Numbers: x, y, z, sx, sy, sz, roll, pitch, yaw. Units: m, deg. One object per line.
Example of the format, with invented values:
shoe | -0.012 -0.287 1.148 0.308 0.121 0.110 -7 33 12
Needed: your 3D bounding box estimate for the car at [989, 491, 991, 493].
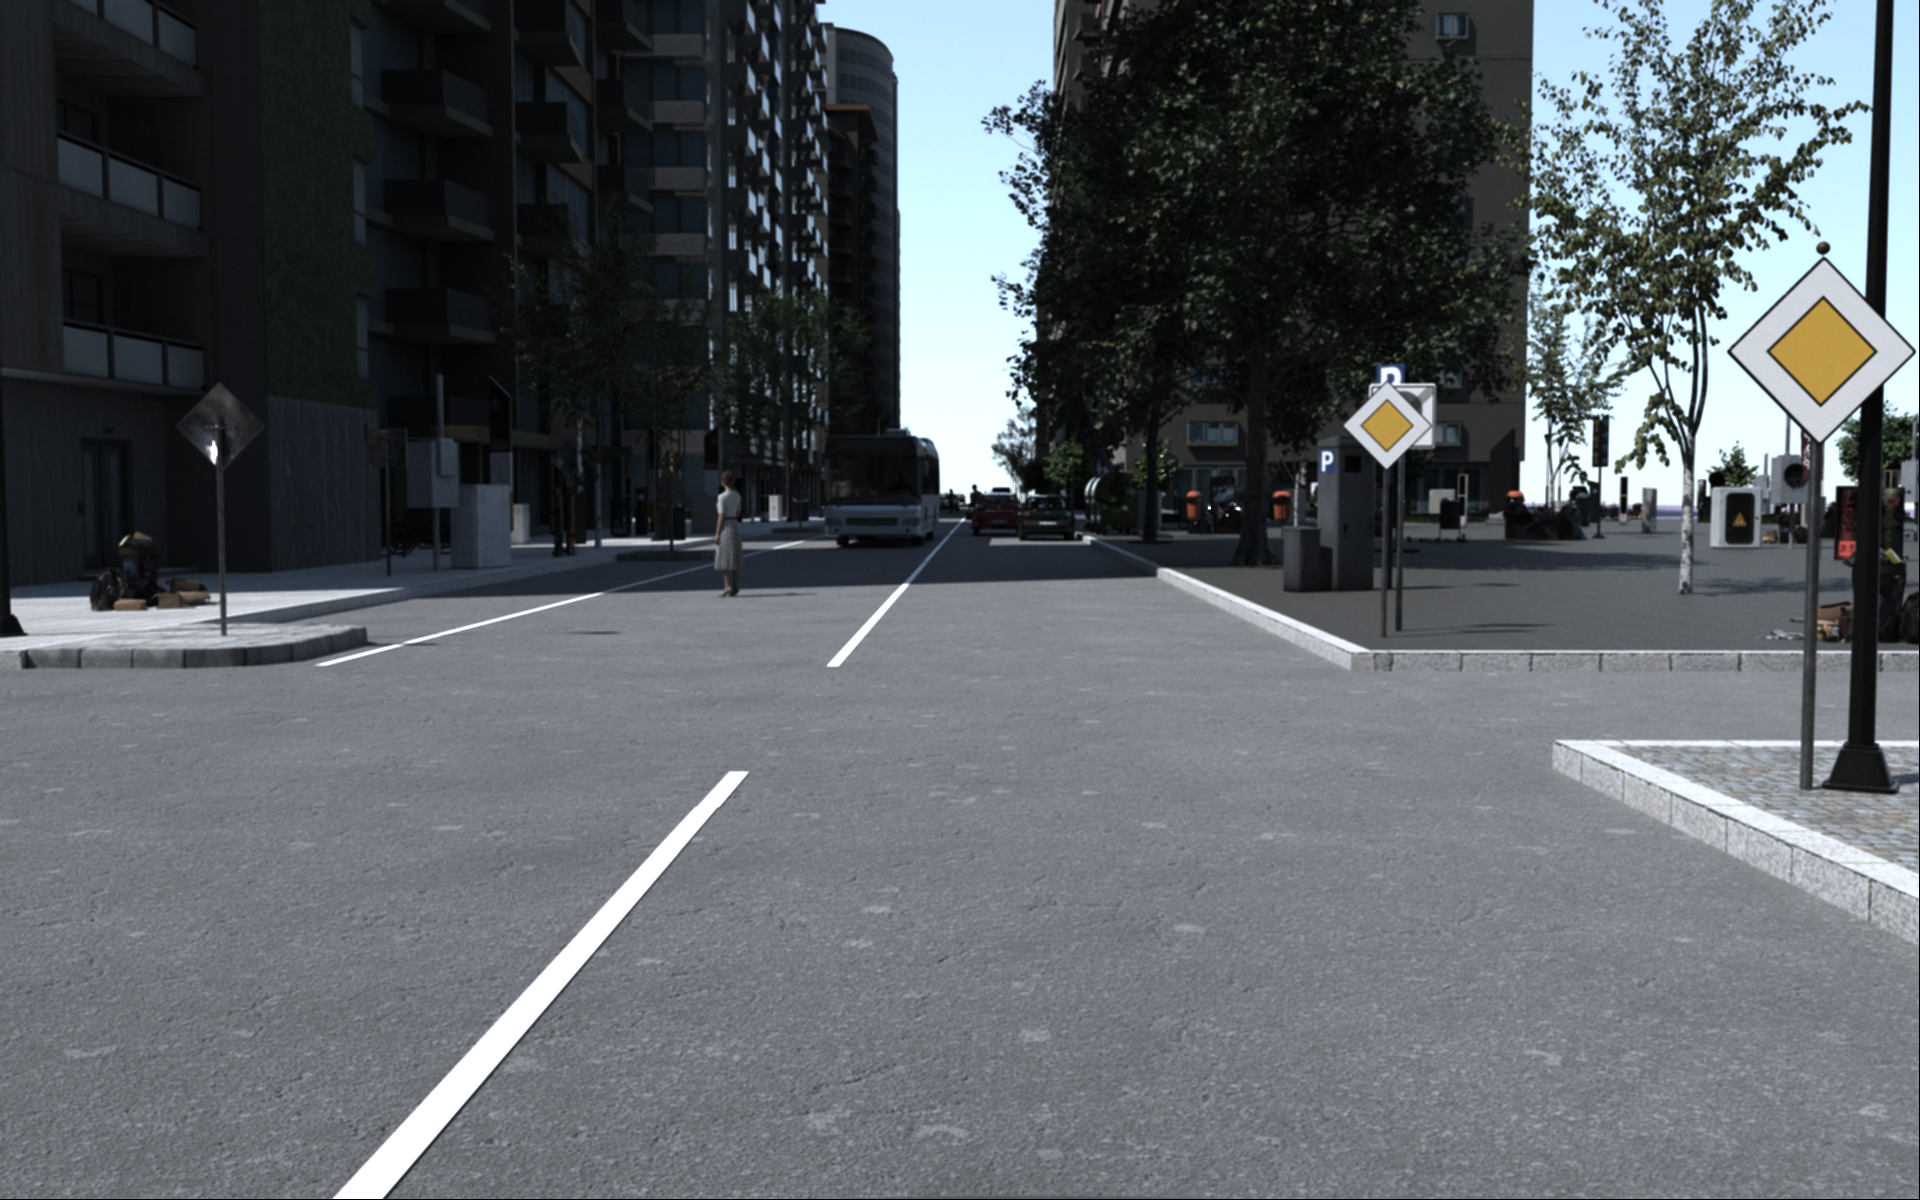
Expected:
car | 4.507 -13.282 225.835 2.281 1.827 5.304 0 4 1

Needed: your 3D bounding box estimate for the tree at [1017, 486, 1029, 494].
tree | 8.205 -13.498 215.287 1.663 3.219 1.824 0 3 0

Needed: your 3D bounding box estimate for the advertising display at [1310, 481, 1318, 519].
advertising display | 18.137 -5.050 87.783 0.123 1.923 0.974 -2 4 -34

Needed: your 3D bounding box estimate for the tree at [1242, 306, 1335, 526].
tree | 12.402 -6.939 63.813 4.360 8.622 3.978 0 3 0

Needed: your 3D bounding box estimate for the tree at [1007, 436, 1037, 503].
tree | 7.229 -15.554 204.663 4.737 8.622 4.395 0 3 0

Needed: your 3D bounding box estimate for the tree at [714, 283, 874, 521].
tree | -8.187 -9.697 84.300 9.928 11.665 9.643 0 3 0

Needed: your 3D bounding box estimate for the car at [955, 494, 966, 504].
car | -0.113 -14.596 247.683 2.155 1.783 4.494 0 4 1

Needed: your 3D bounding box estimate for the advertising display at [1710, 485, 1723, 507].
advertising display | 38.409 -5.037 87.563 0.974 1.923 0.123 0 4 -7

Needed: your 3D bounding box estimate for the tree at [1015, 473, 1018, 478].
tree | 6.538 -10.255 151.381 4.285 4.588 4.351 0 3 0

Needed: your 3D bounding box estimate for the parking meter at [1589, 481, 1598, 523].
parking meter | 28.178 -4.355 76.913 0.399 1.863 0.255 0 4 5

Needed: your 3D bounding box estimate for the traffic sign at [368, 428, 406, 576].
traffic sign | -8.919 -1.521 26.994 0.606 2.300 0.079 0 4 3

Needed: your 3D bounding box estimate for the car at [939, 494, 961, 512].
car | -0.982 -8.044 143.311 2.131 1.459 4.920 0 4 2

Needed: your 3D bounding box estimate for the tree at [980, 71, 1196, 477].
tree | 7.126 -13.444 75.701 12.611 20.169 13.585 0 3 0

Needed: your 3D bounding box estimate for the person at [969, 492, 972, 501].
person | 1.312 -11.778 202.533 0.415 1.643 0.593 0 4 2

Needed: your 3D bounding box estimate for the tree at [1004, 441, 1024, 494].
tree | 7.763 -17.736 240.345 4.360 8.622 3.978 0 3 0

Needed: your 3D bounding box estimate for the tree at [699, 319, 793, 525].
tree | -8.730 -7.454 72.239 4.360 8.622 3.978 0 3 0

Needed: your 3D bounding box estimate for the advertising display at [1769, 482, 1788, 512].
advertising display | 42.311 -5.163 89.632 0.974 1.923 0.123 1 4 9

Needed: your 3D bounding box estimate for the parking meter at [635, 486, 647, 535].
parking meter | -9.963 -2.794 54.095 0.372 1.533 0.369 0 3 0

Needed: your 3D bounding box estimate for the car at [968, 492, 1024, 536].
car | 1.344 -3.168 60.834 2.155 1.783 4.494 0 4 0

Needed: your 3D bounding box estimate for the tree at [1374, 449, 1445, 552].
tree | 9.654 -2.689 38.570 1.663 3.219 1.824 0 3 0

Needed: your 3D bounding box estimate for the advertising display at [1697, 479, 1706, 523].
advertising display | 32.832 -4.371 76.687 0.123 1.923 0.974 1 4 9

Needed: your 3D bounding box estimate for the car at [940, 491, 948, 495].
car | -1.534 -9.383 163.003 1.945 1.707 3.694 0 4 3

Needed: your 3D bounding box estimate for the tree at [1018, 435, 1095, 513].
tree | 6.302 -6.849 95.701 4.285 4.588 4.351 0 3 0

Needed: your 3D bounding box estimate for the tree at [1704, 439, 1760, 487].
tree | 27.593 -4.089 61.451 1.663 3.219 1.824 0 3 0

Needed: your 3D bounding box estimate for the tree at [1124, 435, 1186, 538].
tree | 5.741 -3.441 50.864 1.663 3.219 1.824 0 3 0

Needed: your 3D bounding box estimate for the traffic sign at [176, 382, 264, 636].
traffic sign | -6.657 -0.732 15.608 0.795 2.450 0.064 0 4 1

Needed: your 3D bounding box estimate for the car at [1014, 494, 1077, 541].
car | 2.699 -2.735 54.498 2.009 1.686 4.222 0 4 1

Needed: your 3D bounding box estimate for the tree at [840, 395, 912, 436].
tree | -7.588 -13.905 161.754 8.767 10.594 7.601 -1 4 -10

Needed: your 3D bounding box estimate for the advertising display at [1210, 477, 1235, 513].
advertising display | 9.681 -3.585 63.835 0.974 1.923 0.123 -1 4 -19

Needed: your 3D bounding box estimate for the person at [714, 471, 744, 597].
person | -3.283 -0.925 24.190 0.524 1.755 0.480 2 4 33

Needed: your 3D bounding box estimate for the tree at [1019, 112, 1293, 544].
tree | 5.043 -7.267 44.566 9.928 11.665 9.643 0 3 0

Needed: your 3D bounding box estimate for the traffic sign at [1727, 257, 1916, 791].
traffic sign | 3.667 -0.233 7.449 0.795 2.450 0.064 0 4 1

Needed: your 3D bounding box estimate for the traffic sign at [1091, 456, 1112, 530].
traffic sign | 4.780 -3.557 58.260 0.768 2.556 0.104 0 4 6

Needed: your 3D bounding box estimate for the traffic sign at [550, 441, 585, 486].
traffic sign | -8.528 -2.229 37.630 0.795 2.450 0.064 1 4 10

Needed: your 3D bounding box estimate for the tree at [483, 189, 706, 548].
tree | -8.885 -5.550 41.111 4.737 8.622 4.395 0 3 0

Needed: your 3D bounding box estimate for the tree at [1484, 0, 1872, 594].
tree | 9.116 -4.388 22.106 4.737 8.622 4.395 0 3 0

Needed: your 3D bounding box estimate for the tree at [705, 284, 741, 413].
tree | -8.872 -6.279 53.028 4.737 8.622 4.395 0 3 0

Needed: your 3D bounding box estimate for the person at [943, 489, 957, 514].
person | -0.689 -7.279 127.508 1.348 1.824 0.705 -3 5 -45

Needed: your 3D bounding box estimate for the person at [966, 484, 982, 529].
person | 0.690 -3.847 71.366 0.822 1.834 0.622 3 4 37

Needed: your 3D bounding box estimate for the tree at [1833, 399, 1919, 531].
tree | 31.887 -4.659 59.892 4.285 4.588 4.351 0 3 0

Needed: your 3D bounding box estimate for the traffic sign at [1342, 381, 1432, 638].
traffic sign | 3.786 -0.721 15.433 0.795 2.450 0.064 0 4 1

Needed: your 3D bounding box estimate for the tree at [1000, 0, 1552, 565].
tree | 5.491 -6.986 31.222 9.611 12.733 9.660 0 3 0

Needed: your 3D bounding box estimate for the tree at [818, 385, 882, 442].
tree | -7.250 -9.773 110.154 4.360 8.622 3.978 0 3 0

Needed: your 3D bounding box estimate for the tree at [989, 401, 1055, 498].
tree | 6.585 -14.651 173.951 8.767 10.594 7.601 2 4 27

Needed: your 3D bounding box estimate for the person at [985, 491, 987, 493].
person | 3.261 -13.061 222.055 0.705 1.823 1.348 1 4 11

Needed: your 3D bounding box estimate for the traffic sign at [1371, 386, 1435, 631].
traffic sign | 4.104 -0.857 16.139 0.606 2.300 0.079 0 4 7
